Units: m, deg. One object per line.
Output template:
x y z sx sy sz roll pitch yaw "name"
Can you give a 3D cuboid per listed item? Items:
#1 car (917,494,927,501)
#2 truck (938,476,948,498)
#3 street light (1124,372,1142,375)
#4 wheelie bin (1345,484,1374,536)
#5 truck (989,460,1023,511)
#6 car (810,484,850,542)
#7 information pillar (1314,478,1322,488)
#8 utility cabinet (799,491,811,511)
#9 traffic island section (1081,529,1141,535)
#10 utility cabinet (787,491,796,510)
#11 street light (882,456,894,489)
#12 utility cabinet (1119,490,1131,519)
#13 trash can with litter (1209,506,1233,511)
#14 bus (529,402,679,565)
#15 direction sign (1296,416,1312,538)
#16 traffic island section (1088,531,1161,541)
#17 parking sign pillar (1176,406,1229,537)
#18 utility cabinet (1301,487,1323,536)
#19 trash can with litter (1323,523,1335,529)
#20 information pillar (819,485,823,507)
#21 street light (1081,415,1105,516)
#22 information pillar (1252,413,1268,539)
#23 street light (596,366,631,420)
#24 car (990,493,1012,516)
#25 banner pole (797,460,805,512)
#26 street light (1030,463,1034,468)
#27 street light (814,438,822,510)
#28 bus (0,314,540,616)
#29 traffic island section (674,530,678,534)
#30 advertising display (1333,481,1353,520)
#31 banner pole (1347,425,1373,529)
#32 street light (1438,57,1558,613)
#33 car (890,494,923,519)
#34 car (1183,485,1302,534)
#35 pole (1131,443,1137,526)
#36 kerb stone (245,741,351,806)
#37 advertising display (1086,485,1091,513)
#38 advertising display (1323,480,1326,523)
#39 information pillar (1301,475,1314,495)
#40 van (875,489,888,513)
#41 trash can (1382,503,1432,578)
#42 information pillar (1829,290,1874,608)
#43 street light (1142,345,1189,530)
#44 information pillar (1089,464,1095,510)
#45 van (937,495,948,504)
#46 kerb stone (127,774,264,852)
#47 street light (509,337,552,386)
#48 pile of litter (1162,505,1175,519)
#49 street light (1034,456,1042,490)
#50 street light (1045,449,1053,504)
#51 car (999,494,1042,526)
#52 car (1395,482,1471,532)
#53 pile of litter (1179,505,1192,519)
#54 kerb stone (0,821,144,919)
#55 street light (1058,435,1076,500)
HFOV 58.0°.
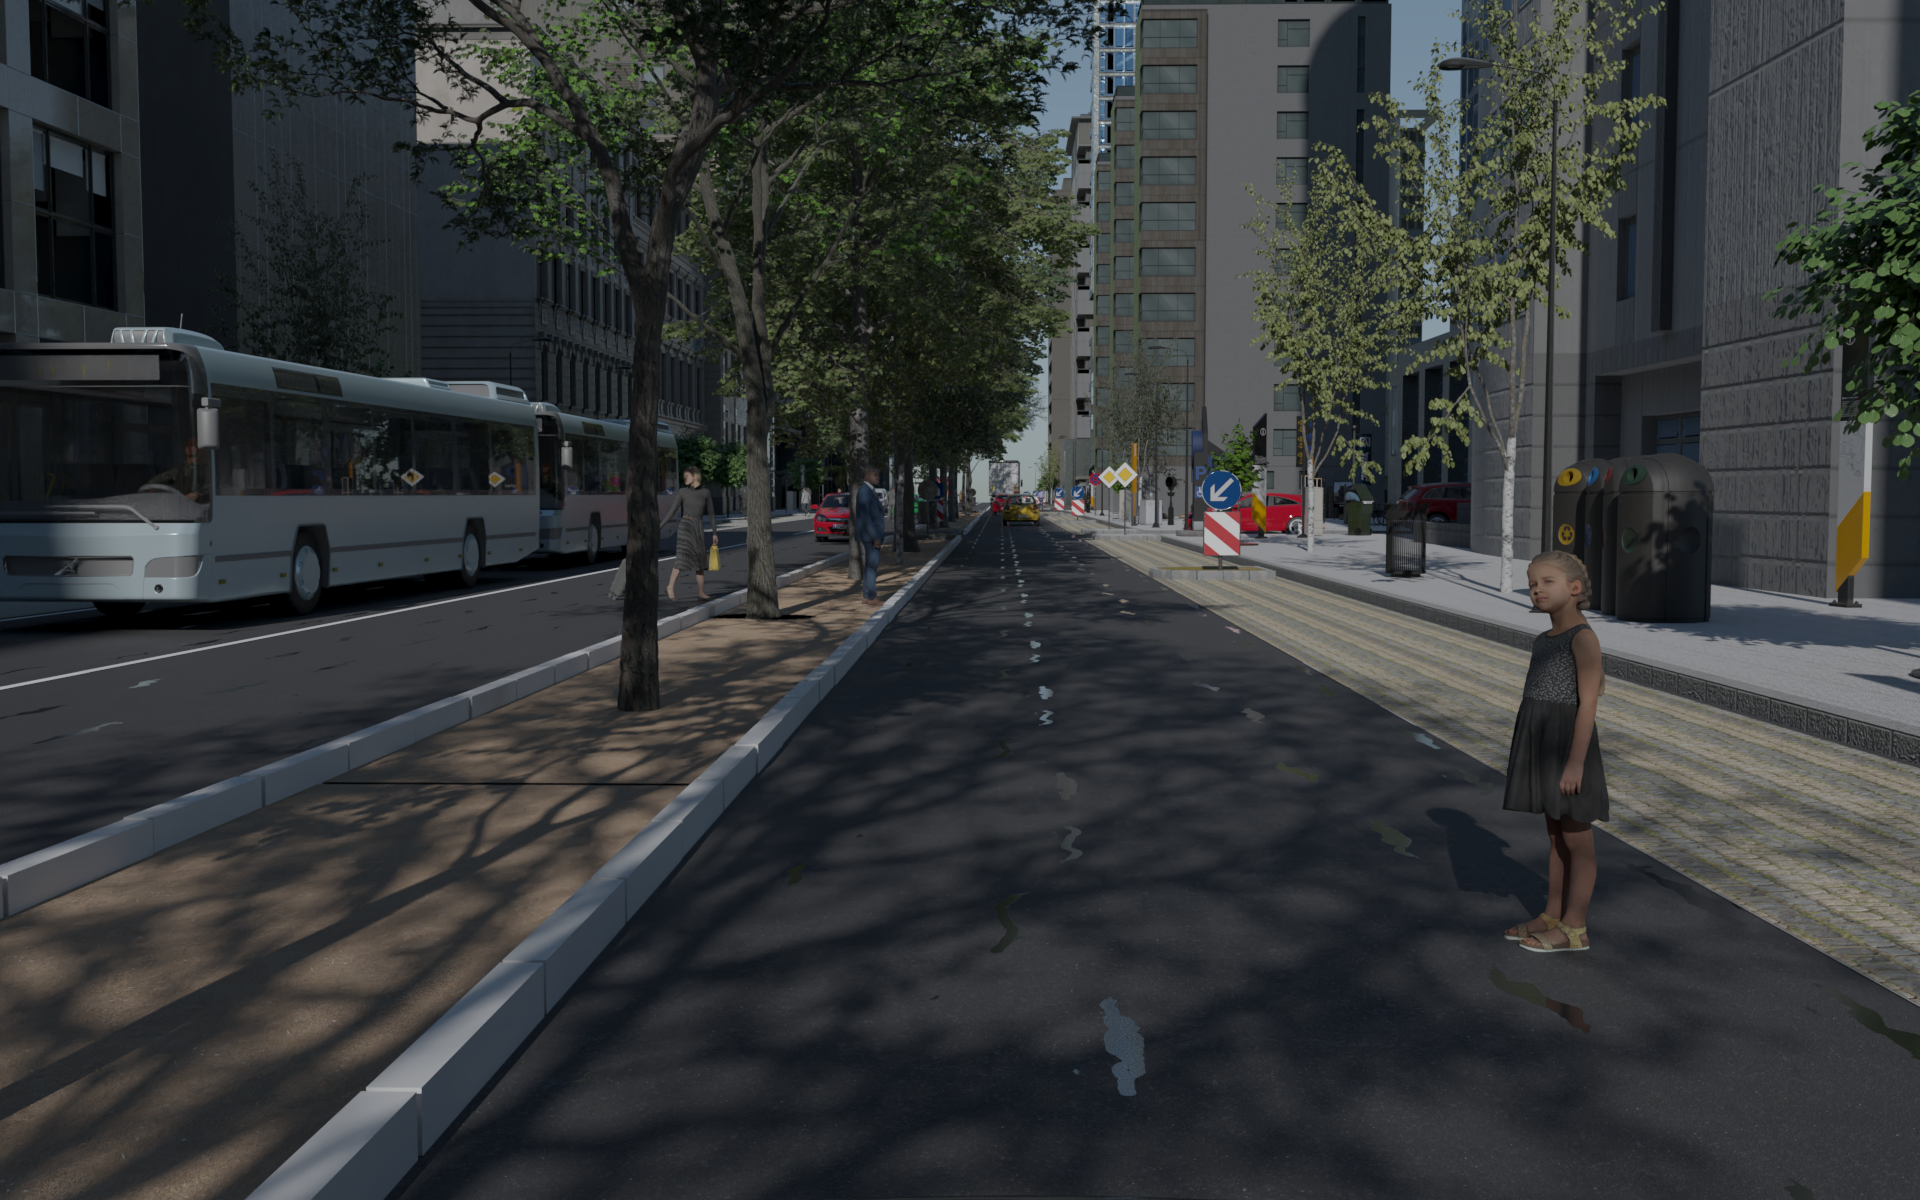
-4.259 -11.166 194.365 2.131 1.459 4.920 0 4 1 "car"
-2.773 -17.616 276.939 2.839 4.237 11.283 0 3 0 "truck"
6.954 -5.721 66.071 1.470 5.913 1.316 0 4 1 "street light"
12.314 -2.789 53.516 0.980 1.594 0.693 -3 5 -42 "wheelie bin"
3.897 -9.795 149.054 2.839 4.237 11.283 0 4 3 "truck"
-3.460 -2.684 52.931 2.155 1.783 4.494 0 4 -1 "car"
16.474 -4.615 79.942 0.304 2.012 0.304 -2 4 -32 "information pillar"
-11.320 -7.191 126.257 0.318 1.500 1.173 2 4 25 "utility cabinet"
5.387 -2.451 62.355 2.009 0.180 2.903 0 4 1 "traffic island section"
-13.144 -7.751 135.401 0.318 1.500 1.173 -2 4 -28 "utility cabinet"
-8.943 -14.622 211.618 1.470 5.913 1.316 0 4 1 "street light"
8.372 -4.804 87.232 0.318 1.500 1.173 2 4 28 "utility cabinet"
7.252 -2.261 48.352 0.624 1.170 1.055 0 4 -4 "trash can with litter"
-8.588 -2.623 37.743 2.948 3.499 13.247 0 4 1 "bus"
10.041 -3.583 50.573 0.379 3.537 0.876 3 5 41 "direction sign"
5.194 -1.963 54.373 2.009 0.180 2.903 0 4 1 "traffic island section"
7.299 -3.925 52.654 1.447 3.967 1.447 0 4 6 "parking sign pillar"
10.853 -2.730 53.312 0.318 1.500 1.173 0 4 -7 "utility cabinet"
12.508 -3.203 63.429 2.233 1.210 1.678 2 4 23 "trash can with litter"
-10.951 -8.085 136.681 0.304 2.012 0.304 0 4 1 "information pillar"
7.822 -7.905 101.791 1.470 5.913 1.316 0 4 1 "street light"
8.612 -3.572 49.761 0.504 3.616 0.183 -2 4 -34 "information pillar"
-12.624 -5.530 62.957 1.470 5.913 1.316 0 4 1 "street light"
3.061 -6.474 114.895 2.155 1.783 4.494 0 4 3 "car"
-11.651 -8.396 127.295 0.401 3.779 0.863 3 4 37 "banner pole"
11.729 -17.634 260.848 1.470 5.913 1.316 0 4 1 "street light"
-10.737 -10.209 139.458 1.470 5.913 1.316 0 4 1 "street light"
-8.783 -1.733 23.197 2.948 3.499 13.247 0 4 2 "bus"
-11.150 -2.476 62.758 2.009 0.180 2.903 0 4 1 "traffic island section"
19.000 -4.936 85.921 0.974 1.923 0.123 1 4 22 "advertising display"
14.556 -4.464 63.001 0.863 3.779 0.401 1 4 20 "banner pole"
5.792 -2.817 18.593 1.470 5.913 1.316 0 4 1 "street light"
-3.074 -5.546 99.475 1.959 1.807 4.718 0 3 0 "car"
9.674 -2.977 57.711 4.494 1.783 2.155 0 4 2 "car"
6.979 -4.624 69.449 0.158 3.312 0.155 0 3 0 "pole"
-3.213 0.845 8.393 0.120 0.150 1.000 0 4 1 "kerb stone"
8.700 -6.865 117.449 0.123 1.923 0.974 -1 4 -11 "advertising display"
16.293 -4.419 77.463 0.123 1.923 0.974 1 4 12 "advertising display"
13.639 -3.898 68.230 0.304 2.012 0.304 -1 4 -15 "information pillar"
-6.417 -7.587 131.057 2.013 2.044 4.112 0 4 3 "van"
6.874 -0.920 26.692 0.748 1.137 0.748 0 3 0 "trash can"
10.067 -1.720 19.484 0.183 3.616 0.504 0 4 -6 "information pillar"
6.566 -4.995 54.212 1.470 5.913 1.316 0 4 1 "street light"
10.370 -8.863 136.269 0.504 3.616 0.183 -2 4 -29 "information pillar"
-2.719 -15.376 258.412 2.013 2.044 4.112 0 4 2 "van"
-3.242 0.907 7.364 0.120 0.150 1.000 0 4 1 "kerb stone"
-12.797 -4.830 51.505 1.470 5.913 1.316 0 4 1 "street light"
10.474 -4.598 89.142 1.176 0.858 1.719 1 4 9 "pile of litter"
10.715 -15.417 224.611 1.470 5.913 1.316 0 4 1 "street light"
9.600 -12.535 177.491 1.470 5.913 1.316 0 4 1 "street light"
2.794 -4.245 79.623 2.015 1.641 3.980 0 4 1 "car"
17.014 -2.966 57.174 5.304 1.827 2.281 0 4 1 "car"
12.073 -4.680 90.483 1.176 0.858 1.719 0 4 -7 "pile of litter"
-3.256 0.973 6.339 0.120 0.150 1.000 0 4 1 "kerb stone"
8.723 -10.341 141.621 1.470 5.913 1.316 0 4 1 "street light"
